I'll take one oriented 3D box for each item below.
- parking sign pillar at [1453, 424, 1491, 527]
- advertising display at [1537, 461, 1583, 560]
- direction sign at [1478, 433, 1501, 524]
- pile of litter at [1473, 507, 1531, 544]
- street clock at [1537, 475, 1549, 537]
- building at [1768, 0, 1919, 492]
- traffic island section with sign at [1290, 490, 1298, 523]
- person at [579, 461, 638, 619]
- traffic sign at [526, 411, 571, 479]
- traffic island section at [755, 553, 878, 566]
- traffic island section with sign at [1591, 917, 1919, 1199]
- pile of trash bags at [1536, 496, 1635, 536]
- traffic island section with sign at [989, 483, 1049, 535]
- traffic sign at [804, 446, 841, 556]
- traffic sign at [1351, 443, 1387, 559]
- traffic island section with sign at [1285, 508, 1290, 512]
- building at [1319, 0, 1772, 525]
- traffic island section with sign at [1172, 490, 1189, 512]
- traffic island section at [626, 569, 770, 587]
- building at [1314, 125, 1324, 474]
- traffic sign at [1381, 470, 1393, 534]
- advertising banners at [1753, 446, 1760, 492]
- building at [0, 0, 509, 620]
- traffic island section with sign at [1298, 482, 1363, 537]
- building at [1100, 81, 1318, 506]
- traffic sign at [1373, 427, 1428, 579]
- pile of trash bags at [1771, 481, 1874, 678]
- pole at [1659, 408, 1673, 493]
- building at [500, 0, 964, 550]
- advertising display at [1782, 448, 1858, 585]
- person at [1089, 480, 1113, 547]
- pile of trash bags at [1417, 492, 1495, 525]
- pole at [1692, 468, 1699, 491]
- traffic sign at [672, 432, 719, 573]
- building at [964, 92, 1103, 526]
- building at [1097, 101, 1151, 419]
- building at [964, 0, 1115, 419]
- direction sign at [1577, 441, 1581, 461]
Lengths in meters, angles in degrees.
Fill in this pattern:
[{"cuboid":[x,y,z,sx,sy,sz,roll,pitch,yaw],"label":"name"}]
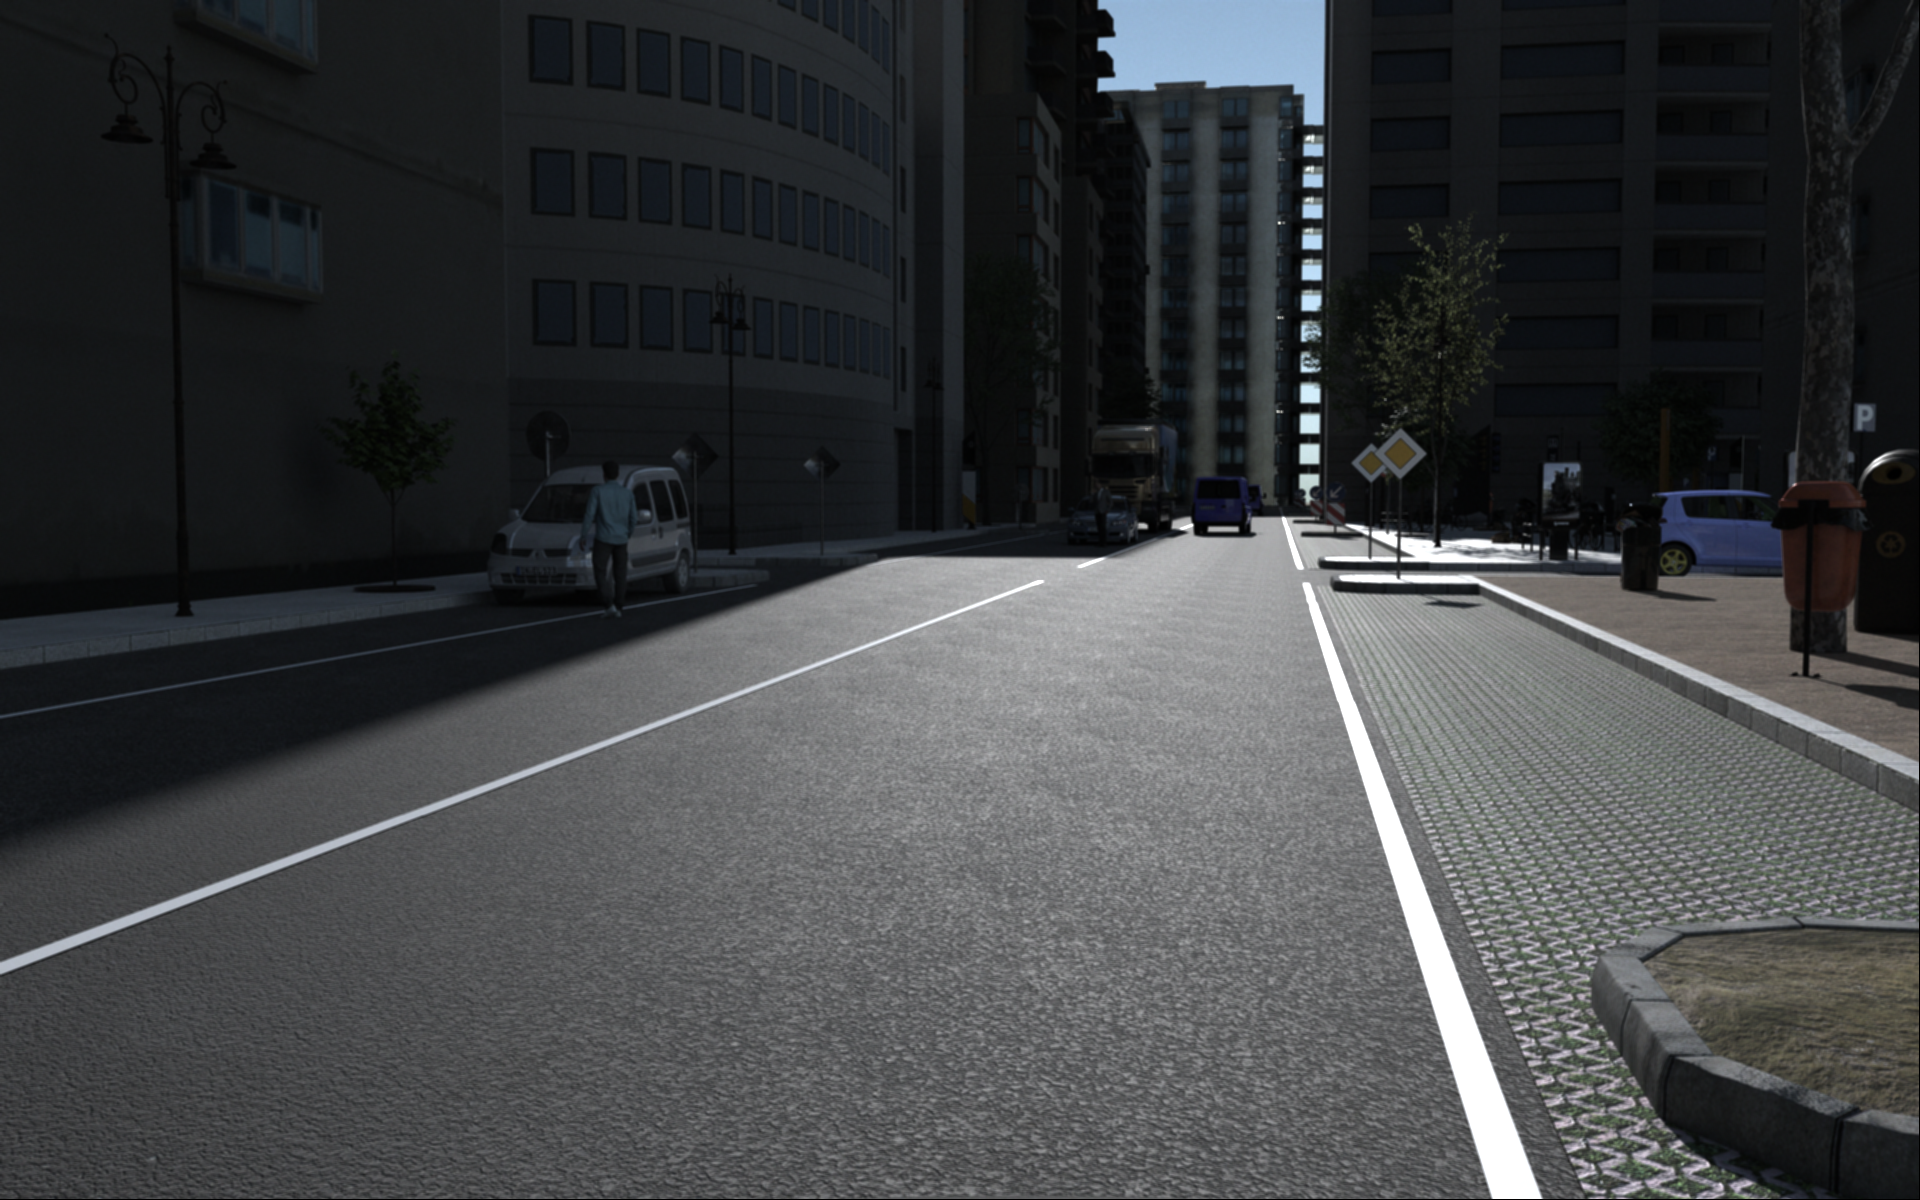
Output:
[{"cuboid":[19.804,-4.806,67.050,1.447,3.967,1.447,0,4,-8],"label":"parking sign pillar"},{"cuboid":[11.634,-1.737,33.611,0.974,1.923,0.123,-1,4,-21],"label":"advertising display"},{"cuboid":[19.599,-4.415,64.178,0.876,3.537,0.379,3,5,45],"label":"direction sign"},{"cuboid":[14.444,-1.930,45.520,1.719,0.858,1.176,-3,5,-42],"label":"pile of litter"},{"cuboid":[17.523,-2.890,51.823,0.471,2.002,0.358,0,3,0],"label":"street clock"},{"cuboid":[75.479,-32.959,162.584,21.600,48.544,21.300,1,4,10],"label":"building"},{"cuboid":[17.351,-4.666,84.912,1.989,1.847,2.006,1,4,10],"label":"traffic island section with sign"},{"cuboid":[-4.047,-0.707,20.073,0.660,1.820,0.620,-3,4,-36],"label":"person"},{"cuboid":[-6.318,-1.616,26.534,0.768,2.556,0.104,1,4,16],"label":"traffic sign"},{"cuboid":[-2.888,-0.840,36.010,2.009,0.180,2.903,1,4,10],"label":"traffic island section"},{"cuboid":[2.654,0.273,4.159,1.989,1.847,2.006,1,4,10],"label":"traffic island section with sign"},{"cuboid":[19.931,-2.758,54.841,3.447,1.369,1.912,3,5,42],"label":"pile of trash bags"},{"cuboid":[2.151,-3.252,61.804,1.989,1.847,2.006,1,4,10],"label":"traffic island section with sign"},{"cuboid":[-2.864,-1.976,35.944,0.795,2.450,0.064,1,4,10],"label":"traffic sign"},{"cuboid":[8.048,-1.853,33.944,0.795,2.450,0.064,1,4,10],"label":"traffic sign"},{"cuboid":[26.376,-7.695,134.440,1.989,1.847,2.006,1,4,10],"label":"traffic island section with sign"},{"cuboid":[29.688,-33.509,89.867,21.231,58.520,28.212,1,4,10],"label":"building"},{"cuboid":[20.538,-9.429,162.784,1.989,1.847,2.006,1,4,10],"label":"traffic island section with sign"},{"cuboid":[-4.319,-0.359,28.154,2.009,0.180,2.903,1,4,10],"label":"traffic island section"},{"cuboid":[55.876,-35.447,199.174,30.456,49.044,23.786,1,4,10],"label":"building"},{"cuboid":[13.622,-3.364,55.103,0.768,2.556,0.104,1,4,13],"label":"traffic sign"},{"cuboid":[29.343,-4.058,62.541,2.074,3.025,0.090,-3,4,-37],"label":"advertising banners"},{"cuboid":[-19.872,-24.195,19.284,21.600,48.544,21.300,1,4,10],"label":"building"},{"cuboid":[12.493,-3.033,58.217,1.989,1.847,2.006,1,4,10],"label":"traffic island section with sign"},{"cuboid":[25.841,-35.756,204.223,30.456,49.044,23.786,1,4,10],"label":"building"},{"cuboid":[6.618,-1.373,26.087,0.795,2.450,0.064,1,4,10],"label":"traffic sign"},{"cuboid":[7.155,-0.100,11.384,3.447,1.369,1.912,3,5,42],"label":"pile of trash bags"},{"cuboid":[16.726,-2.893,41.136,0.158,3.312,0.155,0,3,0],"label":"pole"},{"cuboid":[-12.689,-31.133,51.016,21.231,58.520,28.212,1,4,10],"label":"building"},{"cuboid":[12.084,-1.172,24.370,0.974,1.923,0.123,0,4,4],"label":"advertising display"},{"cuboid":[3.816,-2.339,46.923,0.473,1.802,0.592,-3,5,-40],"label":"person"},{"cuboid":[20.984,-3.878,73.153,1.912,1.369,3.447,-3,5,-42],"label":"pile of trash bags"},{"cuboid":[22.286,-3.586,52.472,0.158,3.312,0.155,0,3,0],"label":"pole"},{"cuboid":[-4.294,-1.495,28.088,0.795,2.450,0.064,1,4,10],"label":"traffic sign"},{"cuboid":[-7.701,-15.072,91.462,27.650,21.520,28.899,1,4,10],"label":"building"},{"cuboid":[6.204,-29.250,170.118,23.993,40.220,32.217,1,4,10],"label":"building"},{"cuboid":[-0.467,-28.849,126.302,22.147,44.769,28.867,1,4,10],"label":"building"},{"cuboid":[26.476,-5.027,74.182,0.379,3.537,0.876,1,4,13],"label":"direction sign"}]
